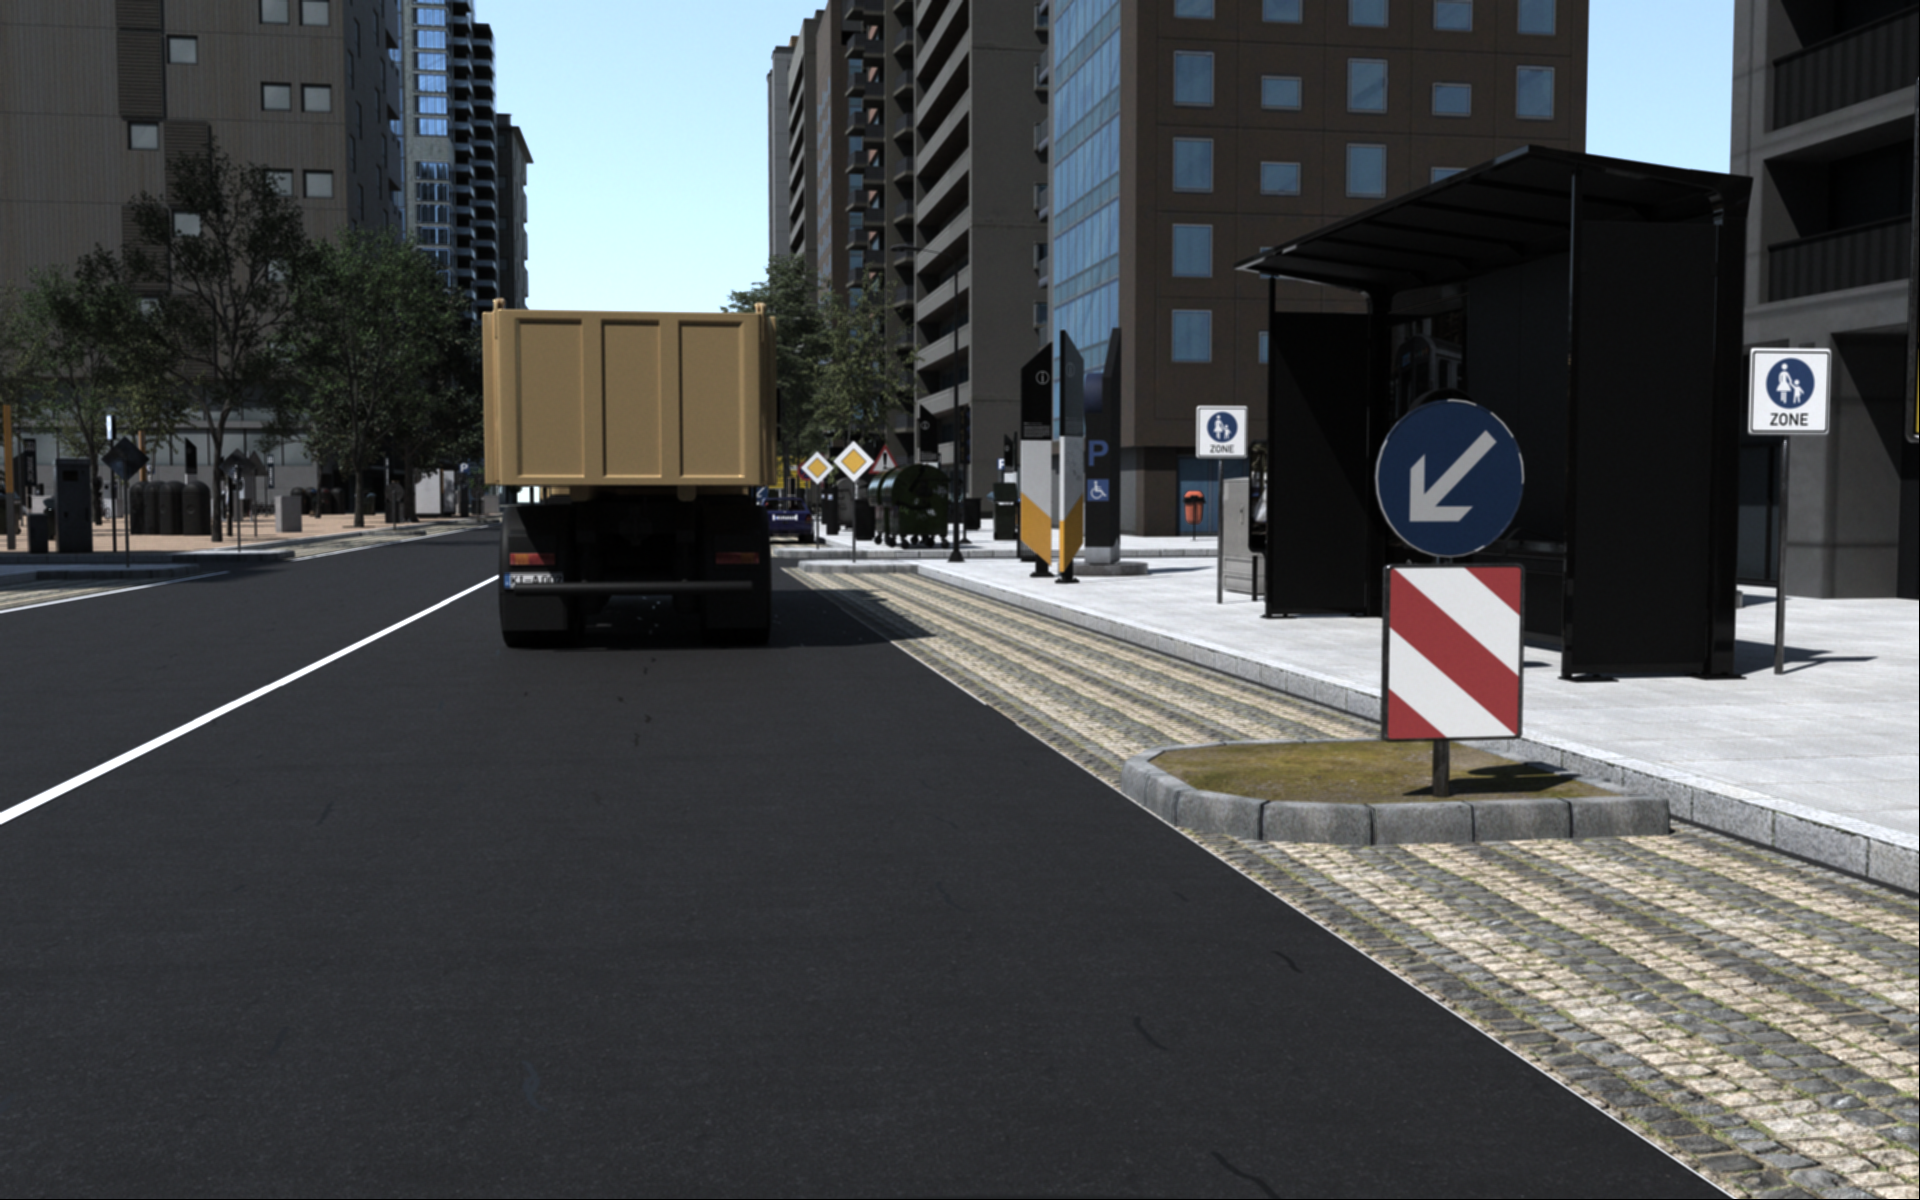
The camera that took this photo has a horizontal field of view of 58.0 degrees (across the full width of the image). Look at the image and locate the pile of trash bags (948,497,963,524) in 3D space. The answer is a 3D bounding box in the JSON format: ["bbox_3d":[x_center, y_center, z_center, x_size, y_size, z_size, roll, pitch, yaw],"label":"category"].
[{"bbox_3d":[-0.725,-4.025,75.556,1.912,1.369,3.447,3,4,37],"label":"pile of trash bags"}]

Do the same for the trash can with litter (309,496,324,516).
[{"bbox_3d":[-37.418,-5.459,100.634,0.624,1.170,1.055,0,4,1],"label":"trash can with litter"}]

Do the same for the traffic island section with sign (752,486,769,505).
[{"bbox_3d":[-7.407,-3.308,62.713,1.989,1.847,2.006,-1,4,-10],"label":"traffic island section with sign"}]

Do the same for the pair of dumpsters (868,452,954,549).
[{"bbox_3d":[-1.206,-2.418,42.020,1.574,2.255,4.437,-1,4,-10],"label":"pair of dumpsters"}]

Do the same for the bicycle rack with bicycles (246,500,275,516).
[{"bbox_3d":[-41.627,-5.480,102.986,2.852,0.926,2.925,3,5,41],"label":"bicycle rack with bicycles"}]

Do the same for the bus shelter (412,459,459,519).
[{"bbox_3d":[-28.373,-6.065,93.091,2.014,3.302,5.546,-1,4,-10],"label":"bus shelter"}]

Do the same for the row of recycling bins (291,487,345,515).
[{"bbox_3d":[-39.974,-6.155,107.744,1.069,1.692,3.534,3,4,37],"label":"row of recycling bins"}]

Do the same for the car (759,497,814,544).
[{"bbox_3d":[-5.240,-2.329,50.654,1.945,1.354,3.894,-1,4,-10],"label":"car"}]

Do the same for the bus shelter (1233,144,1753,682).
[{"bbox_3d":[4.152,-1.444,14.887,1.731,3.624,6.357,-1,4,-10],"label":"bus shelter"}]

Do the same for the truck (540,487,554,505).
[{"bbox_3d":[-21.214,-5.992,93.894,3.469,3.379,9.791,-1,4,-10],"label":"truck"}]

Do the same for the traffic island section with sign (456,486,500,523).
[{"bbox_3d":[-24.063,-4.764,86.526,1.989,1.847,2.006,-1,4,-10],"label":"traffic island section with sign"}]

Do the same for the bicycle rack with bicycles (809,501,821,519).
[{"bbox_3d":[-7.028,-5.354,100.919,2.925,0.926,2.852,-1,4,-11],"label":"bicycle rack with bicycles"}]

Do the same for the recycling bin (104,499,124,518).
[{"bbox_3d":[-45.159,-4.885,92.418,0.722,1.027,0.722,0,4,3],"label":"recycling bin"}]

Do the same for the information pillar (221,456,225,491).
[{"bbox_3d":[-45.004,-6.976,105.408,0.504,3.616,0.183,-3,5,-42],"label":"information pillar"}]

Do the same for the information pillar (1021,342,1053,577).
[{"bbox_3d":[1.187,-2.159,26.658,0.504,3.616,0.183,-1,4,-12],"label":"information pillar"}]

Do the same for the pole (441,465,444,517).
[{"bbox_3d":[-29.109,-6.330,97.340,0.158,3.312,0.155,0,3,0],"label":"pole"}]

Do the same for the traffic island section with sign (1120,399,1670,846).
[{"bbox_3d":[1.820,0.039,7.990,1.989,1.847,2.006,-1,4,-10],"label":"traffic island section with sign"}]

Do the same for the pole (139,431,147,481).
[{"bbox_3d":[-26.346,-3.794,55.867,0.158,3.312,0.155,0,3,0],"label":"pole"}]

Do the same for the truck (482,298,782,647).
[{"bbox_3d":[-3.615,-1.474,20.023,3.469,3.379,9.791,-1,4,-9],"label":"truck"}]

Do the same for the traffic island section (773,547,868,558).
[{"bbox_3d":[-3.287,-1.101,40.282,2.009,0.180,2.903,-1,4,-10],"label":"traffic island section"}]

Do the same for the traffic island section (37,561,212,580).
[{"bbox_3d":[-14.576,-0.490,30.295,2.009,0.180,2.903,-1,4,-10],"label":"traffic island section"}]

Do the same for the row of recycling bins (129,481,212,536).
[{"bbox_3d":[-24.842,-2.893,54.410,3.534,1.692,1.069,2,4,32],"label":"row of recycling bins"}]

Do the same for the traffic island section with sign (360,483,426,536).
[{"bbox_3d":[-19.582,-3.139,59.944,1.989,1.847,2.006,-1,4,-10],"label":"traffic island section with sign"}]

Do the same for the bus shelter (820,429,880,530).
[{"bbox_3d":[-4.162,-4.549,65.656,1.731,3.624,6.357,-1,4,-10],"label":"bus shelter"}]

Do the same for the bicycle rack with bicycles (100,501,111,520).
[{"bbox_3d":[-43.611,-4.413,85.530,2.852,0.926,2.925,-3,5,-44],"label":"bicycle rack with bicycles"}]

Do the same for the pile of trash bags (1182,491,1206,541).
[{"bbox_3d":[7.864,-2.323,47.726,3.447,1.369,1.912,0,4,5],"label":"pile of trash bags"}]

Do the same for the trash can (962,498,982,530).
[{"bbox_3d":[0.429,-3.050,61.517,0.748,1.137,0.748,0,3,0],"label":"trash can"}]

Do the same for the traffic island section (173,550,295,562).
[{"bbox_3d":[-15.902,-0.972,38.169,2.009,0.180,2.903,-1,4,-10],"label":"traffic island section"}]

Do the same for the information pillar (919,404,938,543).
[{"bbox_3d":[-0.817,-3.278,44.947,0.504,3.616,0.183,0,4,5],"label":"information pillar"}]

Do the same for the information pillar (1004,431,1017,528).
[{"bbox_3d":[1.923,-4.657,67.489,0.504,3.616,0.183,3,4,38],"label":"information pillar"}]

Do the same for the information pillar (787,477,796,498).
[{"bbox_3d":[-7.382,-4.373,75.990,0.304,2.012,0.304,-2,4,-25],"label":"information pillar"}]

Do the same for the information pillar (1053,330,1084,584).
[{"bbox_3d":[1.599,-2.053,24.929,0.183,3.616,0.504,3,5,40],"label":"information pillar"}]

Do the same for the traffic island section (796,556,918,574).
[{"bbox_3d":[-1.961,-0.619,32.407,2.009,0.180,2.903,-1,4,-10],"label":"traffic island section"}]

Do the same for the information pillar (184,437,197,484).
[{"bbox_3d":[-31.665,-4.892,71.331,0.183,3.616,0.504,2,4,34],"label":"information pillar"}]

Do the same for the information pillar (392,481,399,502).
[{"bbox_3d":[-31.521,-5.643,96.749,0.304,2.012,0.304,-3,5,-39],"label":"information pillar"}]

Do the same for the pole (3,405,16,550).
[{"bbox_3d":[-21.819,-2.808,39.754,0.158,3.312,0.155,0,3,0],"label":"pole"}]

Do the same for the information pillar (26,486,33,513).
[{"bbox_3d":[-52.765,-5.732,98.204,0.304,2.012,0.304,-3,4,-38],"label":"information pillar"}]

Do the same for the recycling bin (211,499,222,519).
[{"bbox_3d":[-39.252,-4.806,91.127,0.722,1.027,0.722,0,4,6],"label":"recycling bin"}]

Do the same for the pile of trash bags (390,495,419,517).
[{"bbox_3d":[-31.918,-5.512,99.874,1.912,1.369,3.447,-1,4,-15],"label":"pile of trash bags"}]

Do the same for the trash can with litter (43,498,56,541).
[{"bbox_3d":[-24.842,-2.226,47.790,1.055,1.170,0.624,3,5,42],"label":"trash can with litter"}]

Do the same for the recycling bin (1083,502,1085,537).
[{"bbox_3d":[3.938,-2.438,52.418,0.722,1.027,0.722,-1,4,-10],"label":"recycling bin"}]
